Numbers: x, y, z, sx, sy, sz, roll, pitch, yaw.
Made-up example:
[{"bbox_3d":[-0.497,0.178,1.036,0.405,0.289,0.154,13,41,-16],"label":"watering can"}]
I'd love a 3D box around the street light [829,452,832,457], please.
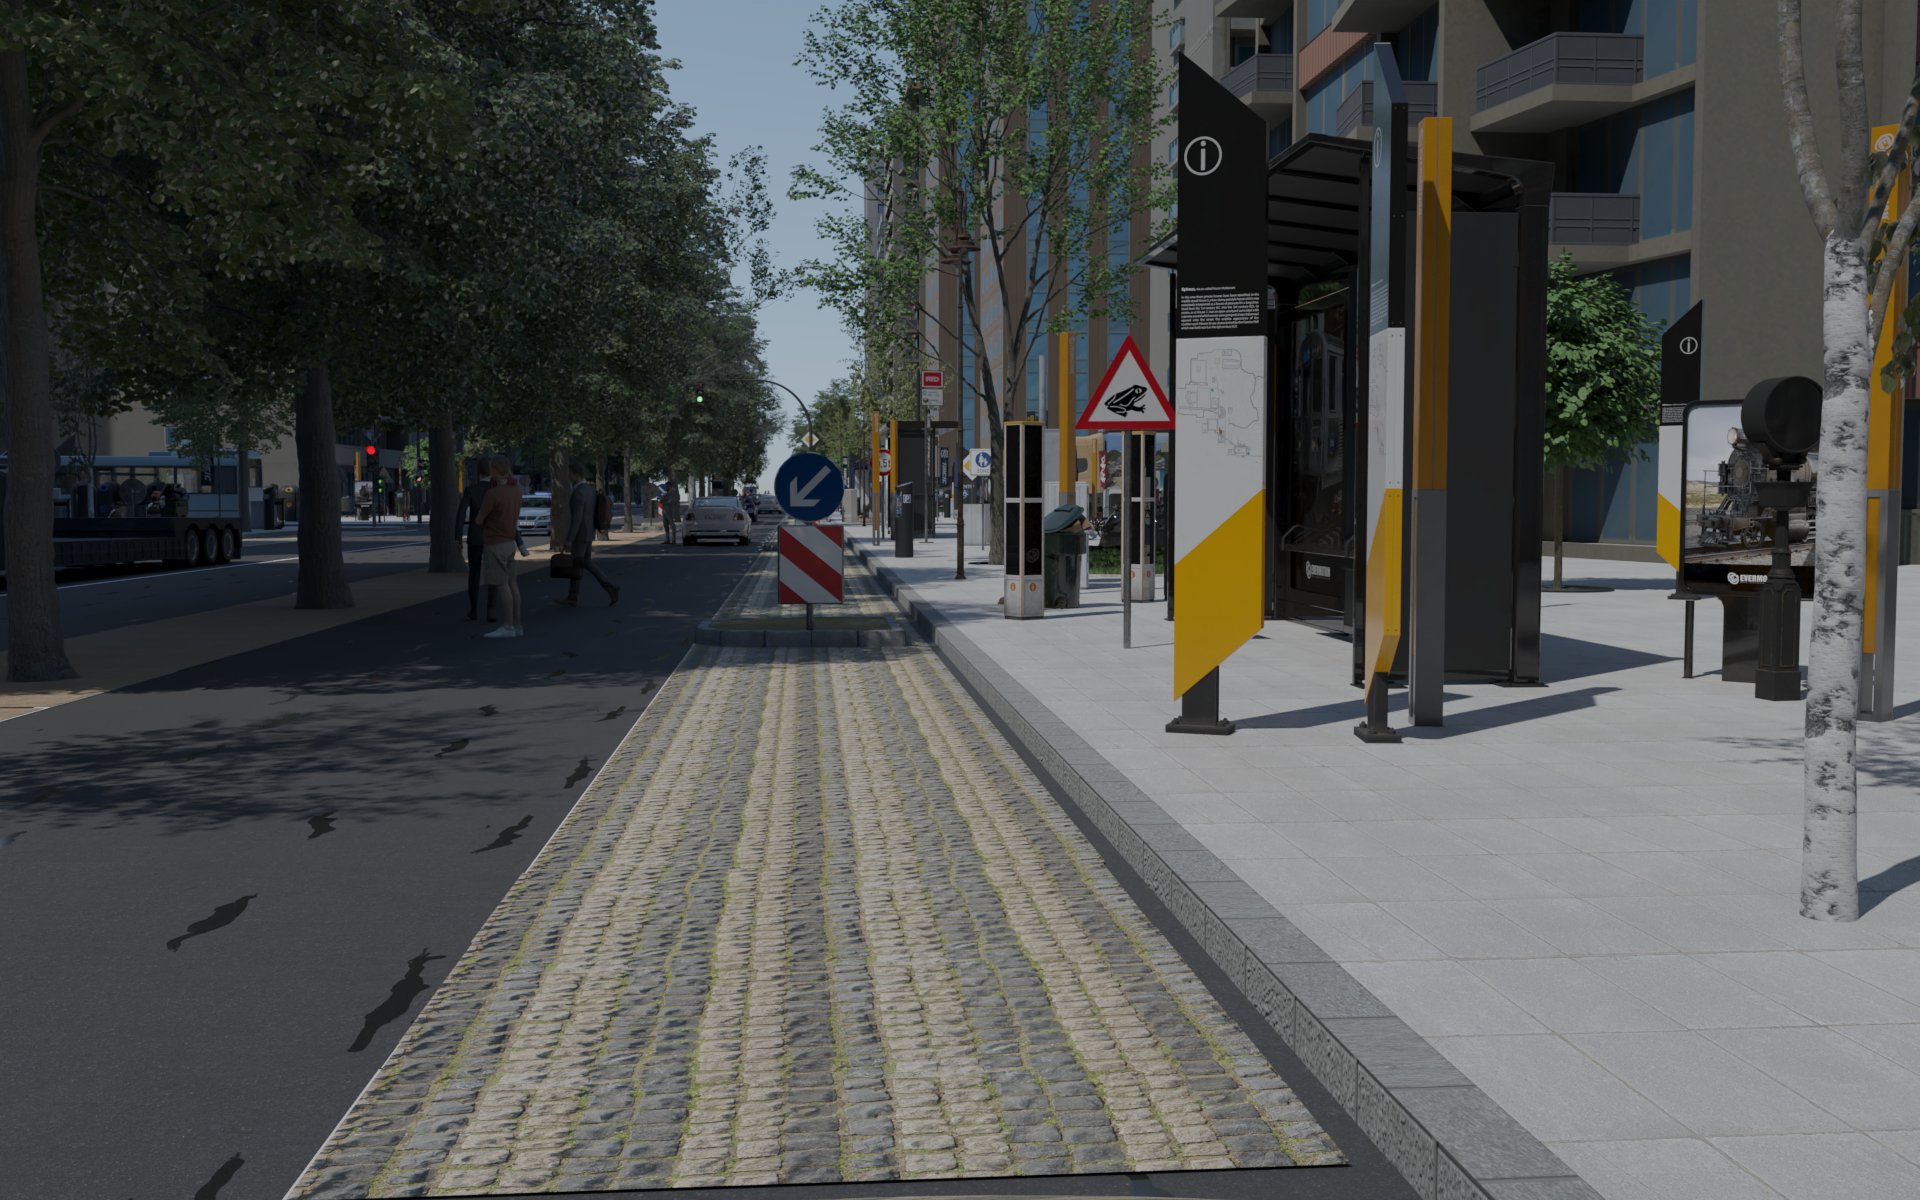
[{"bbox_3d":[-11.232,-10.929,151.482,0.468,5.910,1.993,0,4,-5],"label":"street light"}]

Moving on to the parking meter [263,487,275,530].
[{"bbox_3d":[-24.655,-3.264,61.780,0.372,1.533,0.369,0,3,0],"label":"parking meter"}]

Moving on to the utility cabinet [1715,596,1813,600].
[{"bbox_3d":[9.773,-0.745,20.860,1.173,1.500,0.318,1,4,14],"label":"utility cabinet"}]

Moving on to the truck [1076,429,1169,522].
[{"bbox_3d":[8.330,-5.211,74.117,11.283,4.237,2.839,0,4,-5],"label":"truck"}]

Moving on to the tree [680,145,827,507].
[{"bbox_3d":[-13.228,-14.330,92.647,12.611,20.169,13.585,0,3,0],"label":"tree"}]

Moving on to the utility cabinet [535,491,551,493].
[{"bbox_3d":[-31.331,-7.431,130.169,1.173,1.500,0.318,-3,5,-39],"label":"utility cabinet"}]

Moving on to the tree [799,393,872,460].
[{"bbox_3d":[-11.361,-13.705,158.487,7.601,10.594,8.767,0,4,6],"label":"tree"}]

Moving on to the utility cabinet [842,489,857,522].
[{"bbox_3d":[-4.978,-4.225,77.757,0.318,1.500,1.173,-2,4,-25],"label":"utility cabinet"}]

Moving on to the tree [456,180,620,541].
[{"bbox_3d":[-10.967,-7.593,52.354,9.928,11.665,9.643,0,3,0],"label":"tree"}]

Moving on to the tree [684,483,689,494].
[{"bbox_3d":[-44.569,-17.623,282.730,1.663,3.219,1.824,0,3,0],"label":"tree"}]

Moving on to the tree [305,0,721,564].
[{"bbox_3d":[-9.753,-8.136,42.135,9.857,13.997,8.962,0,3,0],"label":"tree"}]

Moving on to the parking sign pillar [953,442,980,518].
[{"bbox_3d":[0.355,-6.210,90.000,1.447,3.967,1.447,2,4,24],"label":"parking sign pillar"}]

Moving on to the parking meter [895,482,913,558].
[{"bbox_3d":[-1.126,-1.623,34.944,0.372,1.533,0.369,0,3,0],"label":"parking meter"}]

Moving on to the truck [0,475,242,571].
[{"bbox_3d":[-15.489,-2.276,26.977,2.967,4.110,18.799,0,4,-5],"label":"truck"}]

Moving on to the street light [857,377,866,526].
[{"bbox_3d":[-3.803,-5.864,68.669,0.468,5.910,1.993,0,4,-5],"label":"street light"}]

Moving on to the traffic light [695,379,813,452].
[{"bbox_3d":[-8.019,-5.740,68.516,4.771,5.953,1.251,0,4,-5],"label":"traffic light"}]

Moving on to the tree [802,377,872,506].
[{"bbox_3d":[-11.437,-15.317,168.566,7.486,12.596,7.792,0,3,0],"label":"tree"}]

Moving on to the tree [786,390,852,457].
[{"bbox_3d":[-16.826,-18.797,213.992,9.857,13.997,8.962,0,3,0],"label":"tree"}]

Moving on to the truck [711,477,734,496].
[{"bbox_3d":[-27.562,-12.985,201.224,2.839,4.237,11.283,0,4,-6],"label":"truck"}]

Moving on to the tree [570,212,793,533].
[{"bbox_3d":[-12.217,-9.202,63.277,12.009,13.543,11.850,0,3,0],"label":"tree"}]

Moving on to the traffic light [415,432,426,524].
[{"bbox_3d":[-21.423,-6.167,75.499,4.771,5.953,1.251,0,4,-5],"label":"traffic light"}]

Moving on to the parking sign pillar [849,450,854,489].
[{"bbox_3d":[-6.180,-7.253,107.064,1.447,3.967,1.447,-1,4,-18],"label":"parking sign pillar"}]

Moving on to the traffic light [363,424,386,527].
[{"bbox_3d":[-22.786,-4.795,67.325,0.839,4.253,0.868,0,4,-5],"label":"traffic light"}]

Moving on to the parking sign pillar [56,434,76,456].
[{"bbox_3d":[-39.698,-5.388,76.572,1.447,3.967,1.447,1,4,13],"label":"parking sign pillar"}]

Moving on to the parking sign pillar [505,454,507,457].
[{"bbox_3d":[-30.881,-7.924,118.024,1.447,3.967,1.447,-2,4,-24],"label":"parking sign pillar"}]

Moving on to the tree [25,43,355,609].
[{"bbox_3d":[-7.939,-6.854,21.179,9.857,13.997,8.962,0,3,0],"label":"tree"}]

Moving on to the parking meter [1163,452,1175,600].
[{"bbox_3d":[2.651,-0.923,20.799,0.255,1.863,0.399,-2,4,-35],"label":"parking meter"}]

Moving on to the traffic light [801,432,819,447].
[{"bbox_3d":[-6.656,-5.375,76.797,0.839,4.253,0.868,0,4,-5],"label":"traffic light"}]

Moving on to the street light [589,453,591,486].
[{"bbox_3d":[-32.472,-10.977,152.258,0.468,5.910,1.993,0,4,-5],"label":"street light"}]

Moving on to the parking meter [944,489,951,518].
[{"bbox_3d":[-0.680,-5.177,93.058,0.372,1.533,0.369,0,3,0],"label":"parking meter"}]

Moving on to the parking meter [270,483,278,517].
[{"bbox_3d":[-37.567,-5.459,94.970,0.399,1.863,0.255,-3,5,-43],"label":"parking meter"}]

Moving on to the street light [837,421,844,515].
[{"bbox_3d":[-7.405,-8.260,107.842,0.468,5.910,1.993,0,4,-5],"label":"street light"}]

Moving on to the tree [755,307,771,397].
[{"bbox_3d":[-13.240,-10.452,79.998,9.857,13.997,8.962,0,3,0],"label":"tree"}]

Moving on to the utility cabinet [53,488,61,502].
[{"bbox_3d":[-34.816,-3.492,65.778,1.173,1.500,0.318,-1,4,-20],"label":"utility cabinet"}]

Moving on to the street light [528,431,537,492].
[{"bbox_3d":[-29.484,-8.989,119.765,0.468,5.910,1.993,0,4,-5],"label":"street light"}]

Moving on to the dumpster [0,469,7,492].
[{"bbox_3d":[-22.521,-2.156,41.003,1.264,1.857,1.865,0,4,-5],"label":"dumpster"}]

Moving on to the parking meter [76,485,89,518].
[{"bbox_3d":[-24.867,-2.494,49.188,0.372,1.533,0.369,0,3,0],"label":"parking meter"}]

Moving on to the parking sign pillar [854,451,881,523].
[{"bbox_3d":[-3.779,-5.418,77.053,1.447,3.967,1.447,-1,4,-10],"label":"parking sign pillar"}]

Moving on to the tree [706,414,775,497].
[{"bbox_3d":[-18.688,-12.308,138.099,8.767,10.594,7.601,0,4,-5],"label":"tree"}]

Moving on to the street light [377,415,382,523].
[{"bbox_3d":[-25.687,-6.341,76.469,0.468,5.910,1.993,0,4,-5],"label":"street light"}]

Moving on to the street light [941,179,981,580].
[{"bbox_3d":[0.008,-3.245,25.838,0.468,5.910,1.993,0,4,-5],"label":"street light"}]

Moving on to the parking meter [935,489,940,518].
[{"bbox_3d":[-1.309,-5.290,94.902,0.372,1.533,0.369,0,3,0],"label":"parking meter"}]

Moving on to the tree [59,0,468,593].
[{"bbox_3d":[-9.318,-7.457,31.033,9.857,13.997,8.962,0,3,0],"label":"tree"}]

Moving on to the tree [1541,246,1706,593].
[{"bbox_3d":[7.963,-2.410,23.120,4.285,4.588,4.351,0,3,0],"label":"tree"}]

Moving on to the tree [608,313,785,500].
[{"bbox_3d":[-15.510,-11.281,103.906,9.611,12.733,9.660,0,3,0],"label":"tree"}]

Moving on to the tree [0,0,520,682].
[{"bbox_3d":[-6.945,-5.623,12.521,7.486,12.596,7.792,0,3,0],"label":"tree"}]
